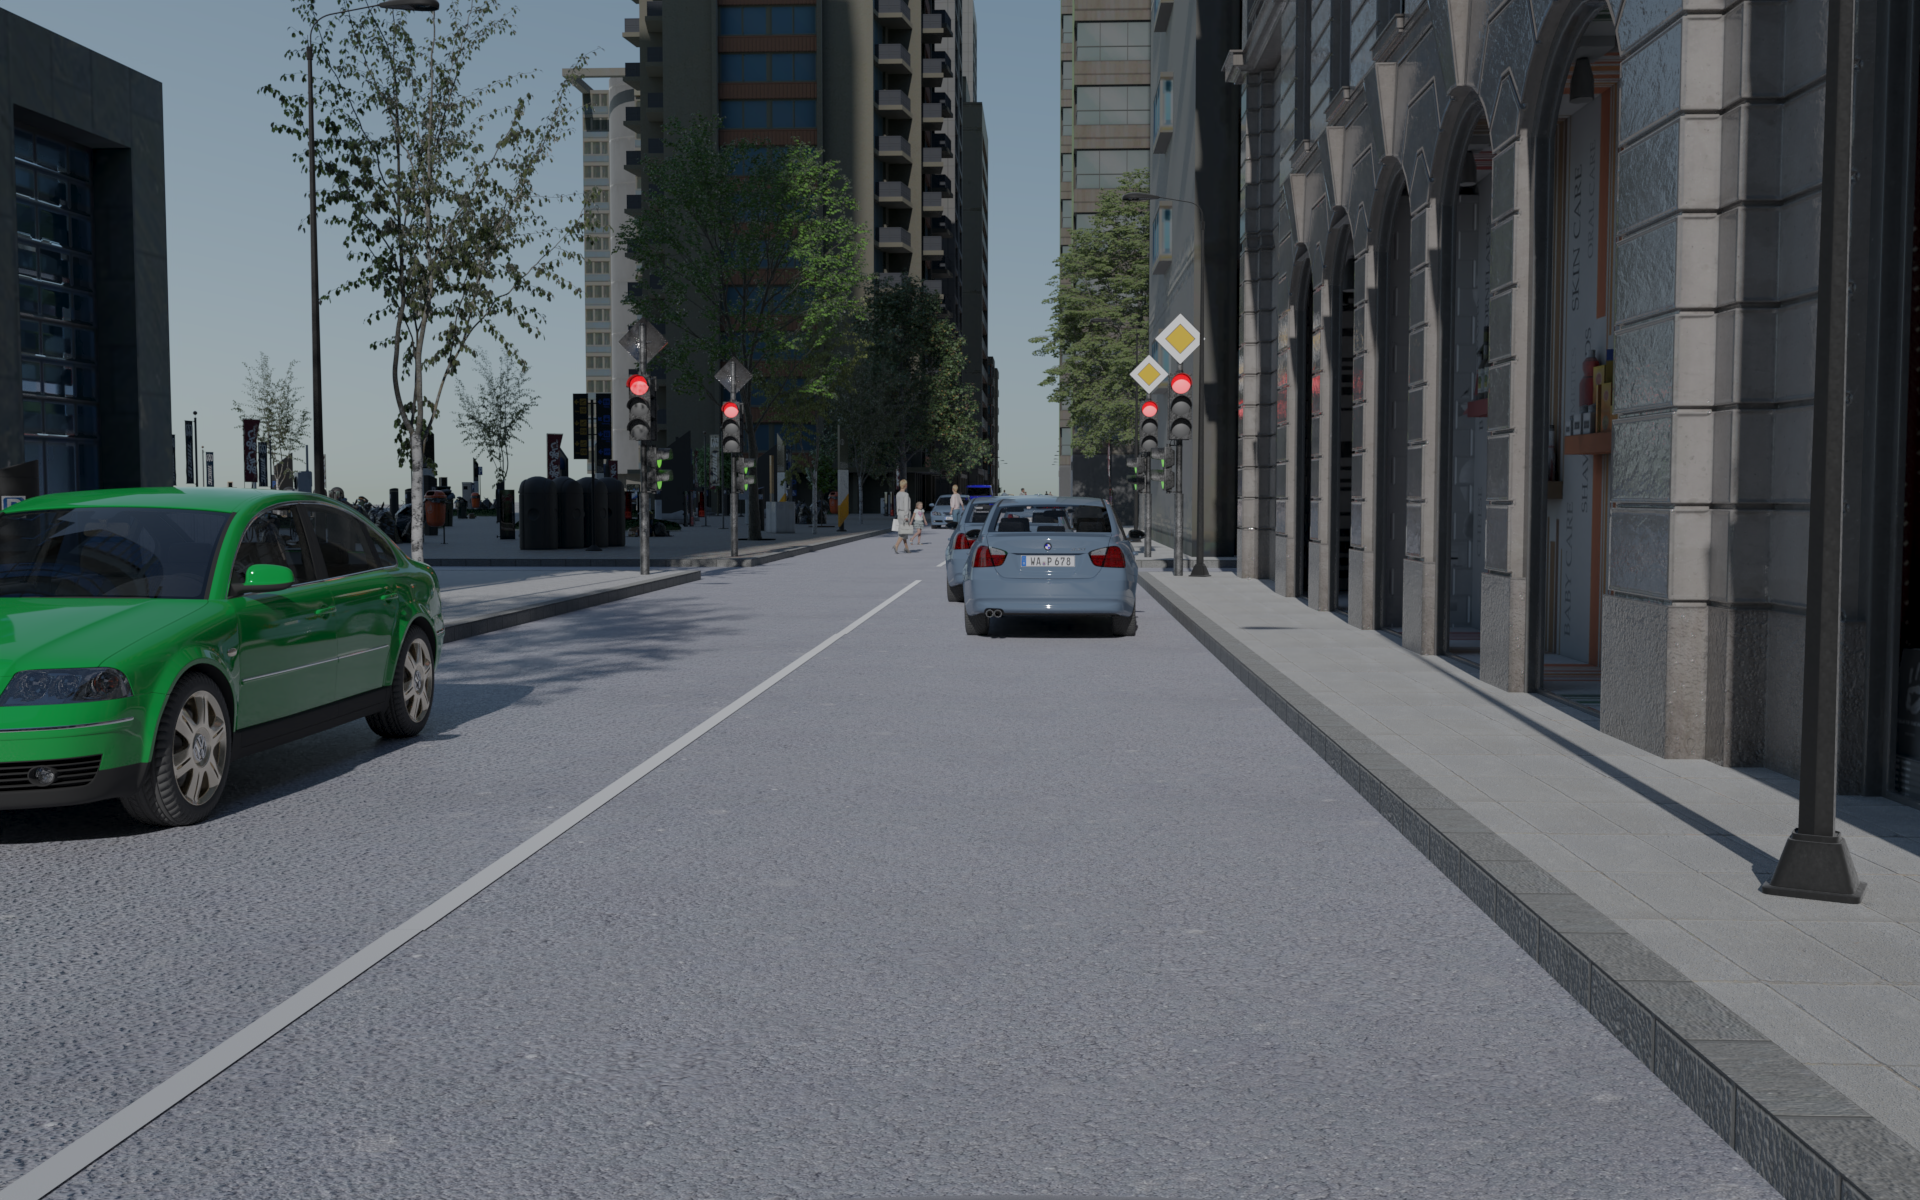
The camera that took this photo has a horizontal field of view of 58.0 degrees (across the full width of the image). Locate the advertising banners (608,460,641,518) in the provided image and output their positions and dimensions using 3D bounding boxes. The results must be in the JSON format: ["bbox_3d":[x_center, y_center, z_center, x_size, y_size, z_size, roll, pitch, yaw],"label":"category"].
[{"bbox_3d":[-17.215,-5.722,89.737,2.074,3.025,0.090,-2,4,-28],"label":"advertising banners"}]

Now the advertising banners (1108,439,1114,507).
[{"bbox_3d":[4.762,-3.578,54.681,0.090,3.025,2.074,0,4,2],"label":"advertising banners"}]

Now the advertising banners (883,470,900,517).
[{"bbox_3d":[-3.890,-6.288,98.988,0.090,3.025,2.074,-2,4,-28],"label":"advertising banners"}]

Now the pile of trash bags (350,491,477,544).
[{"bbox_3d":[-14.596,-2.163,45.113,3.447,1.369,1.912,2,4,32],"label":"pile of trash bags"}]

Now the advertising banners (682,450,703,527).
[{"bbox_3d":[-10.655,-4.429,68.604,0.090,3.025,2.074,0,4,8],"label":"advertising banners"}]

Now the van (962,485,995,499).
[{"bbox_3d":[1.289,-6.881,116.895,2.240,2.365,5.245,0,4,2],"label":"van"}]

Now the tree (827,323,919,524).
[{"bbox_3d":[-4.140,-7.595,74.545,4.360,8.622,3.978,0,3,0],"label":"tree"}]

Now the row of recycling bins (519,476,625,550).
[{"bbox_3d":[-9.130,-2.082,41.161,1.069,1.692,3.534,2,4,24],"label":"row of recycling bins"}]

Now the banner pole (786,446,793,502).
[{"bbox_3d":[-8.858,-6.044,88.830,0.863,3.779,0.401,1,4,14],"label":"banner pole"}]

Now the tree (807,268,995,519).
[{"bbox_3d":[-2.995,-10.462,88.067,9.611,12.733,9.660,0,3,0],"label":"tree"}]

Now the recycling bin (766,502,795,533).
[{"bbox_3d":[-5.882,-2.707,56.807,0.722,1.027,0.722,-2,4,-35],"label":"recycling bin"}]

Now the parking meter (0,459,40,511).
[{"bbox_3d":[-6.902,-0.258,12.622,0.372,1.533,0.369,0,3,0],"label":"parking meter"}]

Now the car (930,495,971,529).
[{"bbox_3d":[-0.242,-3.704,72.558,2.014,1.417,4.499,0,4,3],"label":"car"}]

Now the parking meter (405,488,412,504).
[{"bbox_3d":[-23.619,-4.031,74.316,0.372,1.533,0.369,0,3,0],"label":"parking meter"}]

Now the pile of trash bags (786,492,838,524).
[{"bbox_3d":[-6.269,-3.930,74.009,3.447,1.369,1.912,3,5,42],"label":"pile of trash bags"}]

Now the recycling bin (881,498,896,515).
[{"bbox_3d":[-4.506,-5.885,108.779,0.722,1.027,0.722,2,4,26],"label":"recycling bin"}]

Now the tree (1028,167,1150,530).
[{"bbox_3d":[6.124,-8.739,61.005,7.486,12.596,7.792,0,3,0],"label":"tree"}]

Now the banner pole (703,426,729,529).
[{"bbox_3d":[-8.900,-4.510,63.754,0.863,3.779,0.401,2,4,35],"label":"banner pole"}]

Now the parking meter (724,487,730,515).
[{"bbox_3d":[-14.104,-6.041,104.479,0.399,1.863,0.255,2,4,29],"label":"parking meter"}]

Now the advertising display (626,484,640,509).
[{"bbox_3d":[-20.769,-6.419,110.158,0.974,1.923,0.123,2,4,24],"label":"advertising display"}]

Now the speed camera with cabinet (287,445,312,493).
[{"bbox_3d":[-26.743,-4.631,70.055,0.660,3.252,2.038,-2,4,-33],"label":"speed camera with cabinet"}]

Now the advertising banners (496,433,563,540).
[{"bbox_3d":[-12.247,-3.255,49.403,2.074,3.025,0.090,-3,5,-39],"label":"advertising banners"}]

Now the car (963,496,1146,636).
[{"bbox_3d":[1.019,-0.415,18.794,2.014,1.417,4.499,0,4,5],"label":"car"}]

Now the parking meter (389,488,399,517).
[{"bbox_3d":[-23.447,-3.876,71.775,0.372,1.533,0.369,0,3,0],"label":"parking meter"}]

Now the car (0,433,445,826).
[{"bbox_3d":[-4.122,-0.006,8.895,1.959,1.807,4.718,0,4,2],"label":"car"}]

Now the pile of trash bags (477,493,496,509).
[{"bbox_3d":[-28.514,-5.786,104.351,1.912,1.369,3.447,1,4,10],"label":"pile of trash bags"}]

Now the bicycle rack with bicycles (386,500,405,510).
[{"bbox_3d":[-32.052,-5.449,102.473,2.925,0.926,2.852,1,4,16],"label":"bicycle rack with bicycles"}]

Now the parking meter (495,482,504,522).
[{"bbox_3d":[-21.340,-4.564,80.335,0.399,1.863,0.255,-1,4,-15],"label":"parking meter"}]

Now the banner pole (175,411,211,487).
[{"bbox_3d":[-23.019,-3.789,51.967,0.401,3.779,0.863,0,4,4],"label":"banner pole"}]

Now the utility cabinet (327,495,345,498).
[{"bbox_3d":[-36.311,-5.476,100.695,1.020,1.237,0.306,-1,4,-21],"label":"utility cabinet"}]

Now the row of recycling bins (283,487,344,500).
[{"bbox_3d":[-37.021,-5.629,99.150,3.534,1.692,1.069,0,4,-1],"label":"row of recycling bins"}]

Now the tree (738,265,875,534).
[{"bbox_3d":[-4.872,-6.409,55.143,4.737,8.622,4.395,0,3,0],"label":"tree"}]

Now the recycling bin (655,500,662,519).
[{"bbox_3d":[-12.950,-3.873,75.870,0.722,1.027,0.722,0,4,-1],"label":"recycling bin"}]

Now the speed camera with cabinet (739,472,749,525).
[{"bbox_3d":[-8.726,-4.771,72.344,0.660,3.252,2.038,0,4,8],"label":"speed camera with cabinet"}]

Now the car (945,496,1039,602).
[{"bbox_3d":[0.765,-0.748,24.236,2.014,1.417,4.499,0,4,3],"label":"car"}]

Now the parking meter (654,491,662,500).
[{"bbox_3d":[-15.352,-5.051,88.290,0.399,1.863,0.255,1,4,11],"label":"parking meter"}]

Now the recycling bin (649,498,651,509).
[{"bbox_3d":[-18.891,-5.559,103.451,0.722,1.027,0.722,0,4,-1],"label":"recycling bin"}]

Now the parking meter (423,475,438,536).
[{"bbox_3d":[-16.374,-2.929,53.608,0.255,1.863,0.399,2,4,25],"label":"parking meter"}]

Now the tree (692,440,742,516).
[{"bbox_3d":[-14.163,-7.153,100.668,4.285,4.588,4.351,0,3,0],"label":"tree"}]

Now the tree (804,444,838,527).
[{"bbox_3d":[-5.227,-4.429,67.021,1.663,3.219,1.824,0,3,0],"label":"tree"}]

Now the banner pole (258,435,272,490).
[{"bbox_3d":[-29.361,-5.096,73.333,0.401,3.779,0.863,2,4,30],"label":"banner pole"}]

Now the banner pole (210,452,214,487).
[{"bbox_3d":[-39.141,-6.121,90.089,0.401,3.779,0.863,2,4,31],"label":"banner pole"}]

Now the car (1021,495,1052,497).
[{"bbox_3d":[2.020,-2.059,45.666,2.014,1.417,4.499,0,4,3],"label":"car"}]

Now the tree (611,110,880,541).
[{"bbox_3d":[-5.834,-7.462,47.766,9.928,11.665,9.643,0,3,0],"label":"tree"}]

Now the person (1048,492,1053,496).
[{"bbox_3d":[12.090,-13.613,231.601,0.617,1.759,0.750,1,4,16],"label":"person"}]

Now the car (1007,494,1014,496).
[{"bbox_3d":[5.003,-10.394,180.167,2.015,1.641,3.980,0,4,3],"label":"car"}]

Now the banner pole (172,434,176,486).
[{"bbox_3d":[-28.925,-4.494,63.488,0.401,3.779,0.863,0,4,3],"label":"banner pole"}]

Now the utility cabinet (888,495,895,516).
[{"bbox_3d":[-4.070,-5.561,102.076,0.306,1.237,1.020,1,4,10],"label":"utility cabinet"}]

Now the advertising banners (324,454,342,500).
[{"bbox_3d":[-27.328,-4.837,75.278,0.090,3.025,2.074,-3,5,-42],"label":"advertising banners"}]

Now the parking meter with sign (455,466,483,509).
[{"bbox_3d":[-31.147,-6.938,109.698,1.738,3.016,0.543,1,4,12],"label":"parking meter with sign"}]

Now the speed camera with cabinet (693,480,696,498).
[{"bbox_3d":[-17.612,-7.135,110.991,2.038,3.252,0.660,0,4,-8],"label":"speed camera with cabinet"}]

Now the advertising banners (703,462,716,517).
[{"bbox_3d":[-14.235,-6.057,95.213,2.074,3.025,0.090,1,4,21],"label":"advertising banners"}]

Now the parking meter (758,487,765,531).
[{"bbox_3d":[-7.010,-3.181,60.414,0.372,1.533,0.369,0,3,0],"label":"parking meter"}]

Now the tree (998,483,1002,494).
[{"bbox_3d":[5.731,-16.797,269.232,1.663,3.219,1.824,0,3,0],"label":"tree"}]

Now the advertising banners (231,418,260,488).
[{"bbox_3d":[-16.700,-2.646,39.451,0.090,3.025,2.074,2,4,24],"label":"advertising banners"}]

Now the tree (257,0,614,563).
[{"bbox_3d":[-6.727,-4.381,21.997,4.360,8.622,3.978,0,3,0],"label":"tree"}]
